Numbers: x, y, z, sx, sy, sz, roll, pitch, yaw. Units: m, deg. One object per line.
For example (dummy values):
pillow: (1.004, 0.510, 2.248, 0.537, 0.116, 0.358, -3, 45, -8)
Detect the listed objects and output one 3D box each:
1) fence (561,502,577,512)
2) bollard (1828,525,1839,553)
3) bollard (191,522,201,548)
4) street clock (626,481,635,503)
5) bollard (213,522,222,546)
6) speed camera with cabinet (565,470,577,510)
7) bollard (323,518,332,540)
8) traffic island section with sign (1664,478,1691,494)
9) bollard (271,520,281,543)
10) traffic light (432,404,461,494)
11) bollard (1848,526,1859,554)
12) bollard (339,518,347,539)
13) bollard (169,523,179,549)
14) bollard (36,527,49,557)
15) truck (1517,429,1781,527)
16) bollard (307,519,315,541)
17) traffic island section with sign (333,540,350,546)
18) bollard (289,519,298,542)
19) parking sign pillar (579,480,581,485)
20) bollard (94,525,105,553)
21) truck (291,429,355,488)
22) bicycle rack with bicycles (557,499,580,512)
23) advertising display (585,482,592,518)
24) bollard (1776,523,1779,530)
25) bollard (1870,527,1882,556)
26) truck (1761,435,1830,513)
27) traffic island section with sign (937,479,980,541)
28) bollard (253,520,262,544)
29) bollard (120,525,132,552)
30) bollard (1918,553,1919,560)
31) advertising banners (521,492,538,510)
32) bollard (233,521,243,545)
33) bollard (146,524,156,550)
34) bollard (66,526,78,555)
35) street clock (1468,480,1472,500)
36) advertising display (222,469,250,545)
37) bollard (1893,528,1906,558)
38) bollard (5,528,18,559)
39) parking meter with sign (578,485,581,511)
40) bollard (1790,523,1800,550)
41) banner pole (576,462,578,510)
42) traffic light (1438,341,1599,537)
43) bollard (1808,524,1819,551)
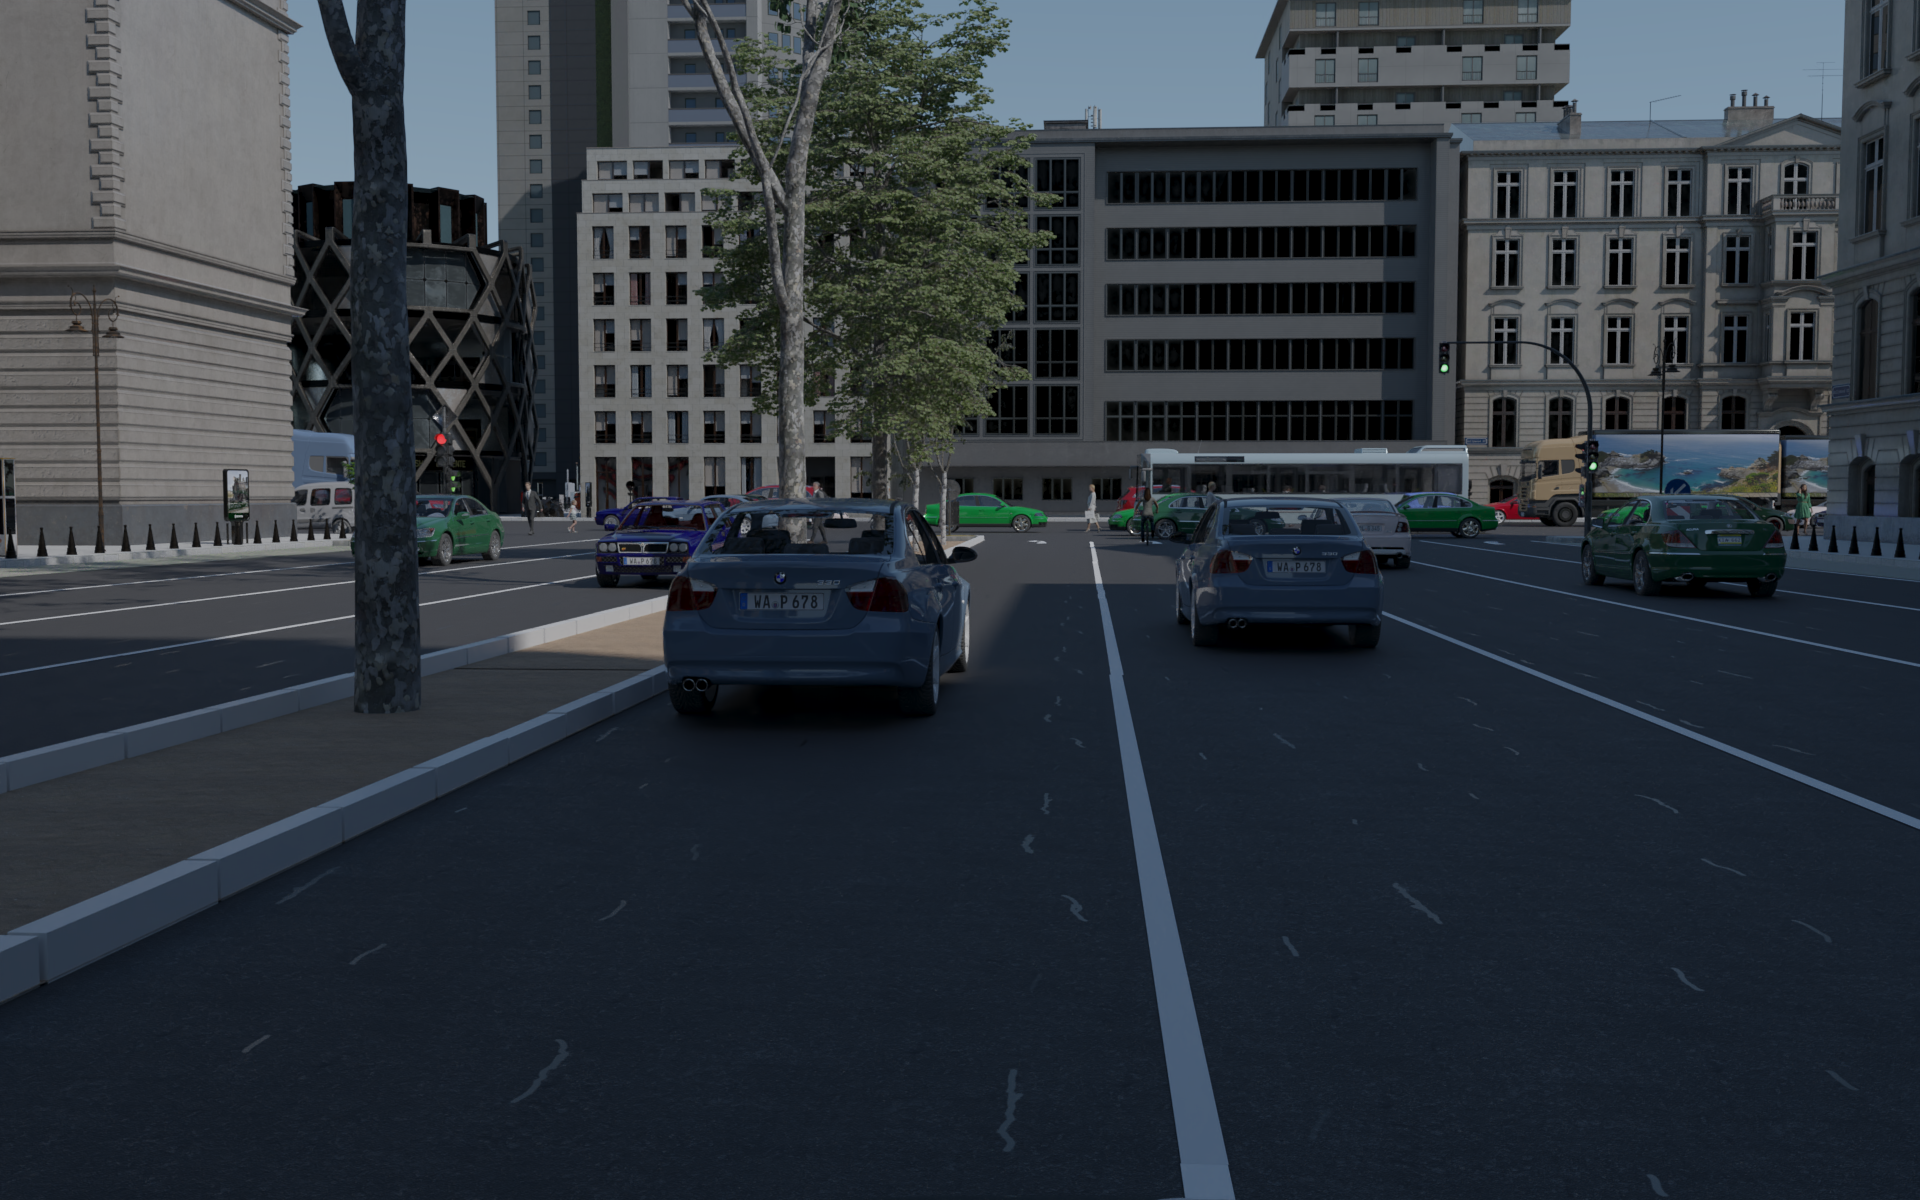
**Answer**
fence: (-28.774, -6.992, 129.690, 0.278, 0.683, 2.069, 3, 5, 44)
bollard: (19.176, -1.345, 38.025, 0.229, 0.601, 0.229, 0, 3, 0)
bollard: (-18.358, -1.565, 41.621, 0.229, 0.601, 0.229, 0, 3, 0)
street clock: (-17.741, -5.425, 93.265, 0.471, 2.002, 0.358, -1, 4, -19)
bollard: (-18.283, -1.627, 42.645, 0.229, 0.601, 0.229, 0, 3, 0)
speed camera with cabinet: (-31.049, -8.851, 139.042, 0.660, 3.252, 2.038, -2, 4, -34)
bollard: (-17.845, -2.005, 48.822, 0.229, 0.601, 0.229, 0, 3, 0)
traffic island section with sign: (18.218, -2.217, 44.879, 1.989, 1.847, 2.006, 0, 4, 4)
bollard: (-18.066, -1.816, 45.735, 0.229, 0.601, 0.229, 0, 3, 0)
traffic light: (-15.988, -3.971, 53.842, 0.839, 4.253, 0.868, 0, 4, 4)
bollard: (19.105, -1.282, 37.001, 0.229, 0.601, 0.229, 0, 3, 0)
bollard: (-17.772, -2.068, 49.847, 0.229, 0.601, 0.229, 0, 3, 0)
bollard: (-18.429, -1.502, 40.597, 0.229, 0.601, 0.229, 0, 3, 0)
bollard: (-18.795, -1.188, 35.457, 0.229, 0.601, 0.229, 0, 3, 0)
truck: (29.884, -5.351, 76.406, 11.283, 4.237, 2.839, 0, 4, 3)
bollard: (-17.917, -1.942, 47.798, 0.229, 0.601, 0.229, 0, 3, 0)
traffic island section with sign: (-16.106, -2.422, 48.220, 1.989, 1.847, 2.006, 0, 4, 4)
bollard: (-17.991, -1.879, 46.760, 0.229, 0.601, 0.229, 0, 3, 0)
parking sign pillar: (-30.525, -9.378, 141.804, 1.447, 3.967, 1.447, 2, 4, 24)
bollard: (-18.648, -1.314, 37.519, 0.229, 0.601, 0.229, 0, 3, 0)
truck: (-33.355, -5.062, 72.516, 18.799, 4.110, 2.967, 0, 4, 2)
bicycle rack with bicycles: (-28.562, -6.777, 124.190, 2.852, 0.926, 2.925, -3, 5, -44)
advertising display: (-20.038, -5.397, 93.462, 0.123, 1.923, 0.974, -2, 4, -26)
bollard: (19.395, -1.533, 41.101, 0.229, 0.601, 0.229, 0, 3, 0)
bollard: (19.036, -1.218, 35.961, 0.229, 0.601, 0.229, 0, 3, 0)
truck: (41.590, -5.789, 83.566, 11.283, 4.237, 2.839, 0, 4, 3)
traffic island section with sign: (-0.375, -2.751, 53.109, 2.006, 1.907, 1.989, 0, 4, 4)
bollard: (-18.140, -1.754, 44.711, 0.229, 0.601, 0.229, 0, 3, 0)
bollard: (-18.570, -1.377, 38.548, 0.229, 0.601, 0.229, 0, 3, 0)
bollard: (18.881, -1.091, 33.887, 0.229, 0.601, 0.229, 0, 3, 0)
advertising banners: (-29.617, -7.404, 117.237, 2.074, 3.025, 0.090, 0, 4, -6)
bollard: (-18.211, -1.690, 43.669, 0.229, 0.601, 0.229, 0, 3, 0)
bollard: (-18.500, -1.439, 39.573, 0.229, 0.601, 0.229, 0, 3, 0)
bollard: (-18.718, -1.250, 36.481, 0.229, 0.601, 0.229, 0, 3, 0)
street clock: (26.426, -5.219, 89.908, 0.358, 2.002, 0.471, 1, 4, 10)
advertising display: (-18.553, -2.398, 44.420, 0.123, 1.923, 0.974, 1, 4, 10)
bollard: (18.957, -1.154, 34.913, 0.229, 0.601, 0.229, 0, 3, 0)
bollard: (-18.864, -1.124, 34.412, 0.229, 0.601, 0.229, 0, 3, 0)
parking meter with sign: (-29.396, -8.463, 134.636, 0.543, 3.016, 1.738, 0, 4, -6)
bollard: (19.325, -1.470, 40.074, 0.229, 0.601, 0.229, 0, 3, 0)
banner pole: (-30.119, -8.948, 136.308, 0.401, 3.779, 0.863, -1, 4, -19)
traffic light: (16.545, -4.694, 51.421, 4.771, 5.953, 1.251, 0, 4, 4)
bollard: (19.249, -1.407, 39.050, 0.229, 0.601, 0.229, 0, 3, 0)
